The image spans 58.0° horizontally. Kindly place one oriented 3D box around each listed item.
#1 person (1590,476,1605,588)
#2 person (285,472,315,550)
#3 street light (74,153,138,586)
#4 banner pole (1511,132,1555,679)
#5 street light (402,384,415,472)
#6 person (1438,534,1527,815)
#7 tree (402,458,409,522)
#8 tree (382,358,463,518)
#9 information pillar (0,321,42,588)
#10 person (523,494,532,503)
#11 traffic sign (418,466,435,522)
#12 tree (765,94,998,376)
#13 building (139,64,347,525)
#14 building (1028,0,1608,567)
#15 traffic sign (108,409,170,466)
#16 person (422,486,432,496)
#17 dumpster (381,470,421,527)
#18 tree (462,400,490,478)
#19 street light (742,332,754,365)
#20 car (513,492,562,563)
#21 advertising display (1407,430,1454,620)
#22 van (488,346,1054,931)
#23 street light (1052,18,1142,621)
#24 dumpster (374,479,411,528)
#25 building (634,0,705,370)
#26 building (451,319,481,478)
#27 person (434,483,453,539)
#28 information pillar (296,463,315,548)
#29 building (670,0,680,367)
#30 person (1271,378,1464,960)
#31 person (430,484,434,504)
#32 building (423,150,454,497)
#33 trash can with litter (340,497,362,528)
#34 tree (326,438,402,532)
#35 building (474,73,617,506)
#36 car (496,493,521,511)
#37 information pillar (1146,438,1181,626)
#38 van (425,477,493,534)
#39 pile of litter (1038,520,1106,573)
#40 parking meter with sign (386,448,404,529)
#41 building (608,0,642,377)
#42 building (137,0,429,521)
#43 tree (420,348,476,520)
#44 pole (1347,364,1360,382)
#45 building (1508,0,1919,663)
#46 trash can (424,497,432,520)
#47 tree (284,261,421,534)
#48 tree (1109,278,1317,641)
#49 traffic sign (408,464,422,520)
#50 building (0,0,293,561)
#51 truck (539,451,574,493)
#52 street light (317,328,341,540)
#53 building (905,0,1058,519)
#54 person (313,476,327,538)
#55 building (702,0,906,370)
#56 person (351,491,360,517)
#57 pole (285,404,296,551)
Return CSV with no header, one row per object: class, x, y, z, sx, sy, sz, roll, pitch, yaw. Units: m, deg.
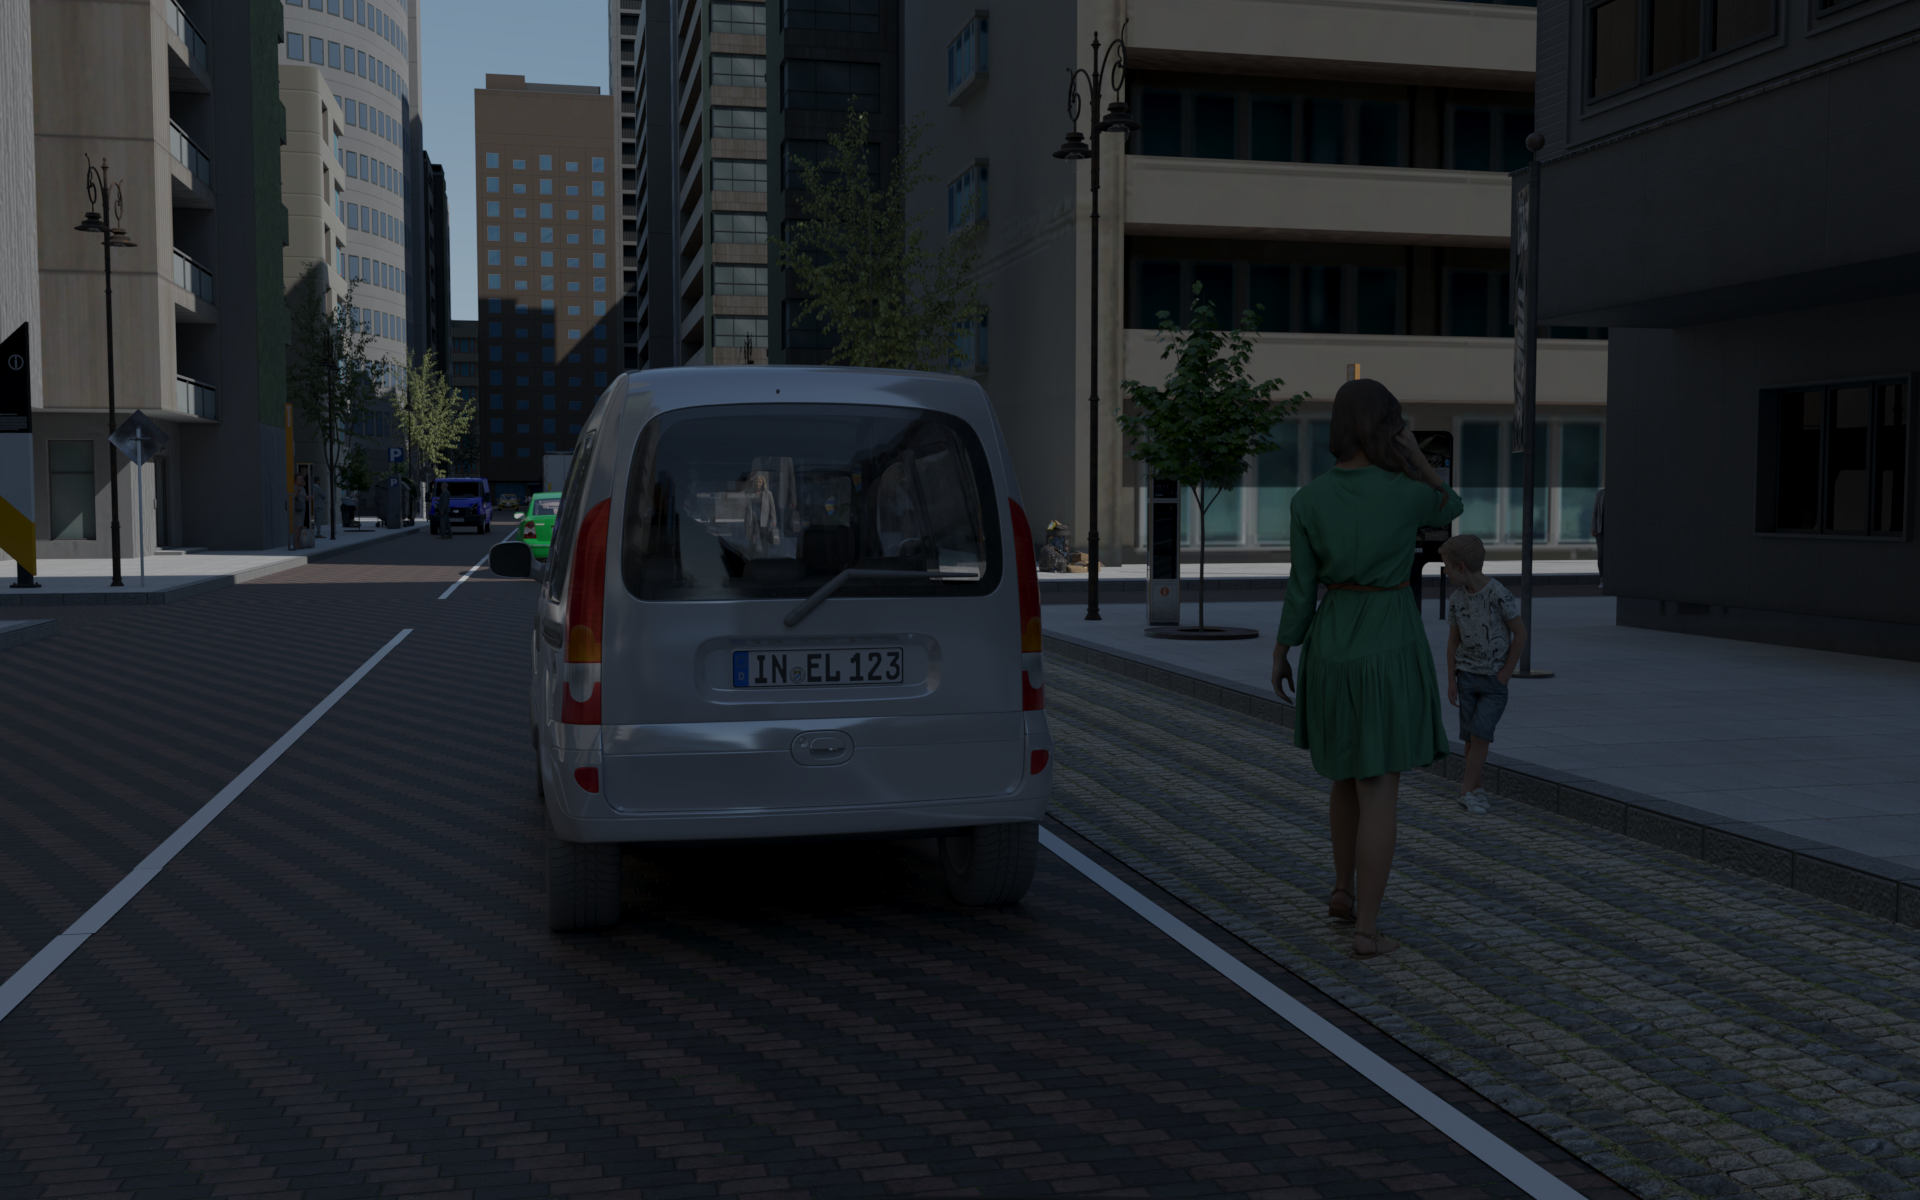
person,10.025,-1.089,26.489,0.709,1.800,0.728,2,4,26
person,-15.327,-2.064,40.151,0.532,1.782,0.716,1,4,17
street light,-11.737,-3.129,23.940,0.468,5.910,1.993,-1,4,-13
banner pole,4.015,-1.365,12.334,0.401,3.779,0.863,0,4,7
street light,-23.249,-6.141,73.197,0.468,5.910,1.993,-1,4,-13
person,2.345,0.329,7.806,0.352,1.250,0.332,0,4,-7
tree,-26.248,-5.266,80.706,1.663,3.219,1.824,0,3,0
tree,-29.246,-8.770,93.755,4.360,8.622,3.978,0,3,0
information pillar,-12.865,-1.971,23.585,0.504,3.616,0.183,0,4,0
person,-25.336,-5.520,101.939,0.628,1.438,0.799,0,4,-2
traffic sign,-24.352,-4.833,79.117,0.768,2.556,0.104,0,4,-4
tree,-1.526,-5.056,33.027,4.737,8.622,4.395,0,3,0
building,-38.163,-13.263,61.888,27.650,21.520,28.899,-1,4,-13
building,9.814,-25.552,41.480,21.600,48.544,21.300,-1,4,-13
traffic sign,-11.303,-1.325,23.857,0.795,2.593,0.064,-1,4,-13
person,-31.471,-5.860,101.874,1.348,1.822,0.705,0,4,-8
dumpster,-22.355,-4.072,69.072,1.502,2.255,1.985,-1,4,-13
tree,-38.923,-11.356,136.039,4.360,8.622,3.978,0,3,0
street light,-6.034,-4.688,49.444,0.468,5.910,1.993,-1,4,-13
car,-7.085,-1.379,31.345,1.959,1.807,4.718,-1,4,-13
advertising display,4.513,-0.758,17.605,0.974,1.923,0.123,0,4,-6
van,-0.920,-0.011,7.190,2.013,2.044,4.112,-1,4,-14
street light,1.357,-2.733,17.468,0.468,5.910,1.993,-1,4,-13
dumpster,-21.924,-3.739,66.899,1.264,1.857,1.865,-1,4,-13
building,-19.033,-32.960,162.590,21.300,48.544,21.600,-1,4,-13
building,-67.417,-21.138,190.640,28.899,21.520,27.650,-1,4,-13
person,-16.656,-2.878,55.730,0.590,1.801,0.661,-1,4,-11
information pillar,-15.448,-2.227,40.902,0.304,2.012,0.304,0,4,-5
building,-12.322,-36.442,137.823,21.231,58.520,28.212,-1,4,-13
person,1.269,0.199,5.497,0.600,1.795,0.529,1,4,19
person,-27.373,-5.145,90.262,0.767,1.812,0.694,0,4,-5
building,-50.165,-22.759,143.814,14.160,30.474,14.107,-1,4,-13
trash can with litter,-23.227,-3.353,66.206,1.055,1.170,0.624,3,5,41
tree,-20.472,-3.946,59.123,1.663,3.219,1.824,0,3,0
building,-45.038,-32.971,189.180,14.200,45.320,14.600,-1,4,-13
car,-38.328,-8.366,147.000,2.015,1.641,3.980,-1,4,-14
information pillar,1.989,-0.760,16.912,0.304,2.012,0.304,0,4,1
van,-18.242,-3.605,63.323,2.240,2.365,5.245,-1,4,-12
pile of litter,1.886,-0.908,28.805,1.176,0.858,1.719,2,4,31
parking meter with sign,-20.970,-4.154,64.182,0.543,3.016,1.738,-1,4,-12
building,-28.575,-46.249,194.422,20.611,71.187,20.563,-1,4,-13
building,-45.354,-34.581,107.401,21.231,58.520,28.212,-1,4,-13
tree,-26.624,-8.324,86.452,4.737,8.622,4.395,0,3,0
pole,6.162,-2.042,27.227,0.158,3.312,0.155,0,3,0
building,14.303,-12.982,5.758,14.314,27.812,24.014,-1,4,-13
trash can,-25.755,-4.453,84.462,0.748,1.137,0.748,0,3,0
tree,-19.852,-6.377,54.625,4.737,8.622,4.395,0,3,0
tree,2.145,-1.291,15.701,1.663,3.219,1.824,0,3,0
traffic sign,-23.740,-4.587,74.995,0.884,2.594,0.081,-1,4,-11
building,-22.250,-21.478,34.765,14.154,41.232,14.086,-1,4,-13
truck,-27.451,-7.979,119.376,2.839,4.237,11.283,-1,4,-15
street light,-17.615,-4.629,48.468,0.468,5.910,1.993,-1,4,-13
building,-7.028,-29.977,113.833,21.300,48.544,21.600,-1,4,-13
person,-18.658,-2.705,50.452,0.511,1.800,0.466,2,4,25
building,-6.783,-19.623,92.539,14.160,30.474,14.107,-1,4,-13
person,-33.320,-5.454,95.405,0.537,1.800,0.526,0,4,7
pole,-15.165,-2.775,39.212,0.158,3.312,0.155,0,3,0
